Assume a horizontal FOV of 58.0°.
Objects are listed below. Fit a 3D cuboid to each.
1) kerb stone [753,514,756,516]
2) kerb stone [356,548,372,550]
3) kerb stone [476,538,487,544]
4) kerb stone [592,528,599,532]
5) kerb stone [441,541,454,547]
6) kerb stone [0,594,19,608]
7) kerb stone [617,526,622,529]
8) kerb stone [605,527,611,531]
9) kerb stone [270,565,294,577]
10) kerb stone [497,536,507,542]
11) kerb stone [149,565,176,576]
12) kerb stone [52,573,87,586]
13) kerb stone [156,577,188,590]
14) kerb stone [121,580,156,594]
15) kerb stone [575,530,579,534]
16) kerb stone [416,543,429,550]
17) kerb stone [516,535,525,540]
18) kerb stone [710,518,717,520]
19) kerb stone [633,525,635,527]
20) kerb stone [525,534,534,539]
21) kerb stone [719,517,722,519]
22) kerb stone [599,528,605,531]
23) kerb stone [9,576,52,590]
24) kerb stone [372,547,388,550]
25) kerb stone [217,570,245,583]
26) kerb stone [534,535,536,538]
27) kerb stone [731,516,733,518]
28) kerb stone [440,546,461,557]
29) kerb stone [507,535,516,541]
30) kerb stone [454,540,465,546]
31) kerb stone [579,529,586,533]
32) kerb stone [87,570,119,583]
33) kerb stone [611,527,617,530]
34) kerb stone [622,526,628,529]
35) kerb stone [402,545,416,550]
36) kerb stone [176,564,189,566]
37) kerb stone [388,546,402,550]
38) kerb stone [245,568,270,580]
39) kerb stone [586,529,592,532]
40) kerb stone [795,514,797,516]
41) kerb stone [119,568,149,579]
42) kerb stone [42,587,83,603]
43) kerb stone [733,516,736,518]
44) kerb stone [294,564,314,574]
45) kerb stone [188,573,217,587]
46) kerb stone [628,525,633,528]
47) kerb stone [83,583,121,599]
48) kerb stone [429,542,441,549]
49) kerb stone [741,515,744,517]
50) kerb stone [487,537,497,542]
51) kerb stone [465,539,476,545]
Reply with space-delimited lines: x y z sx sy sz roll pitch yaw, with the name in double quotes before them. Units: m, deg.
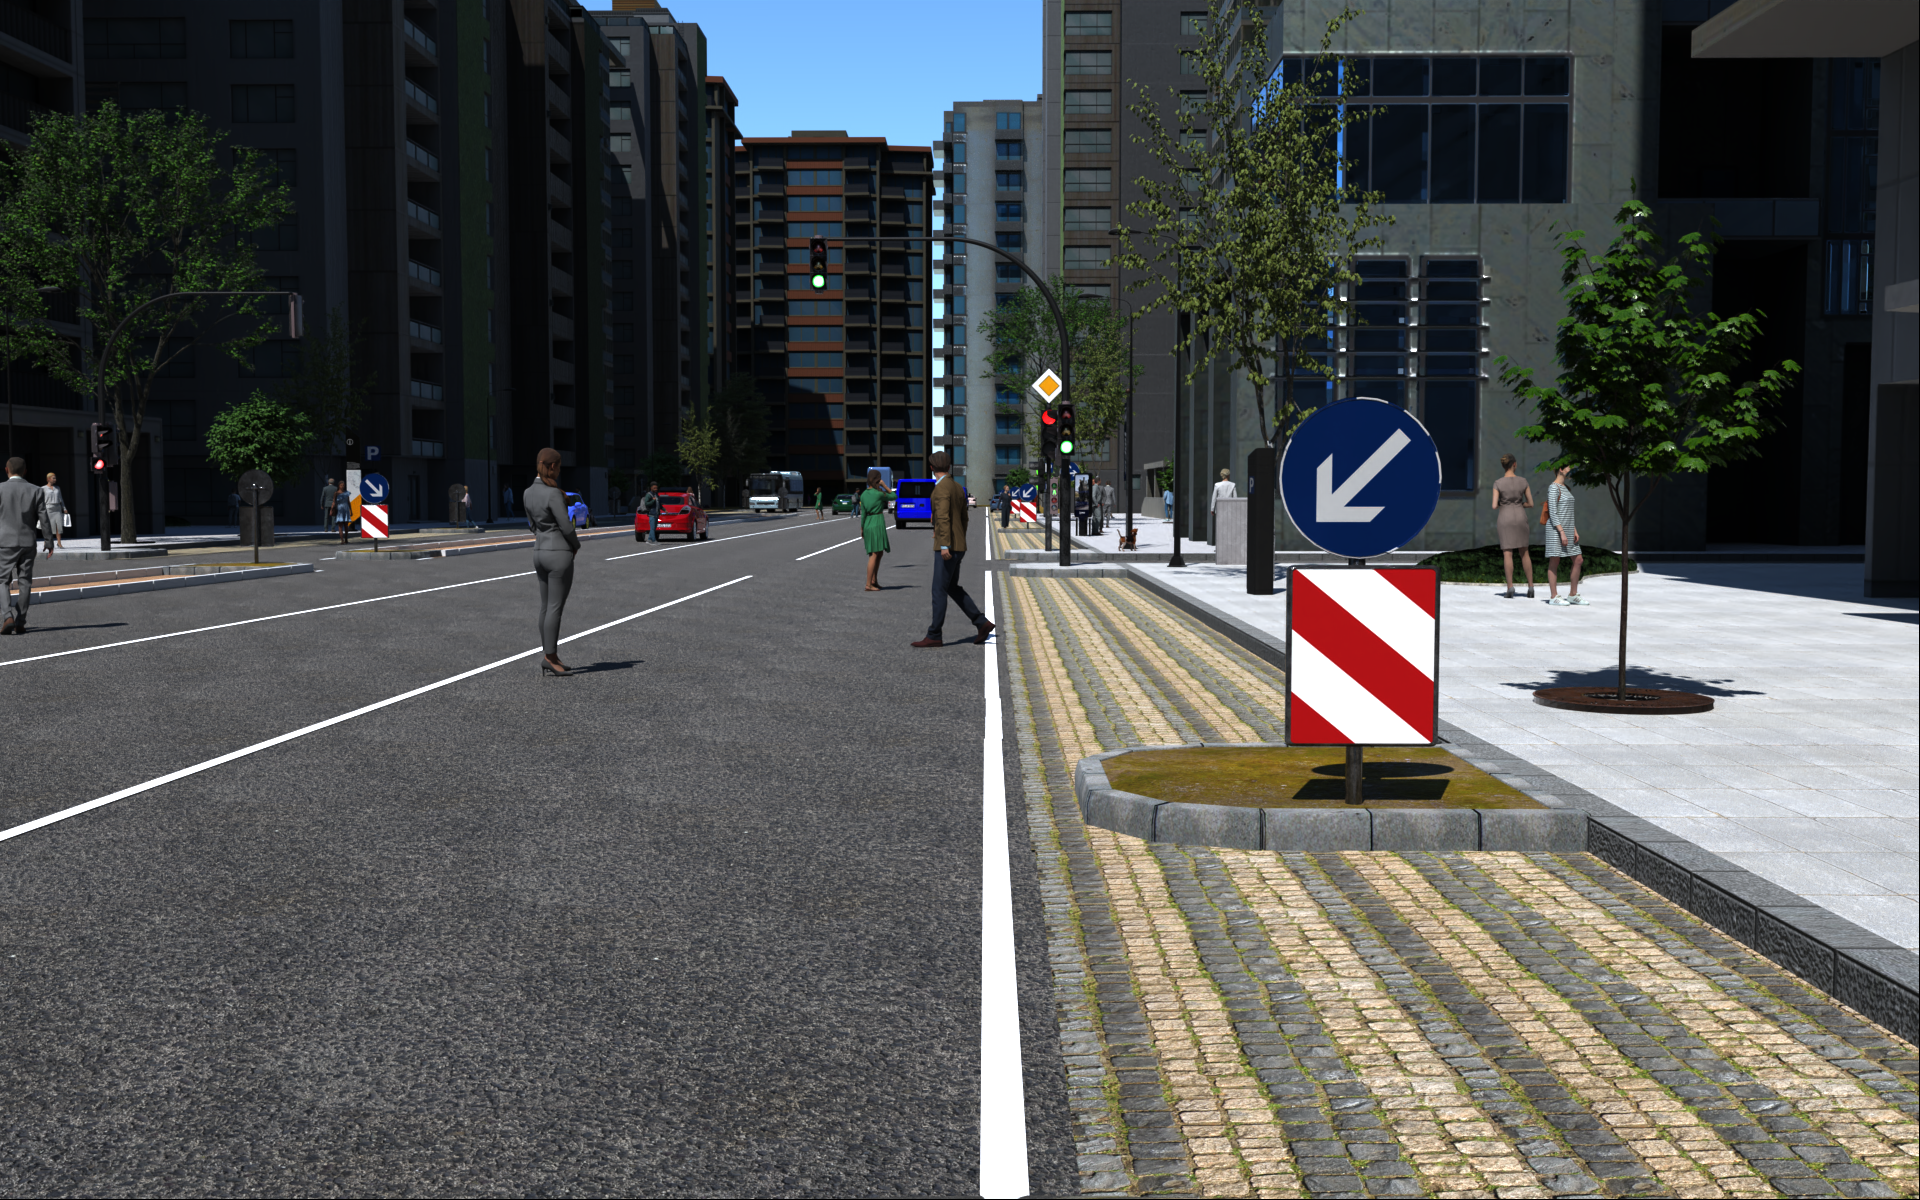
"kerb stone" -12.887 -5.173 106.779 0.120 0.150 1.000 0 4 1
"kerb stone" -13.909 -1.097 40.125 0.120 0.150 1.000 0 4 1
"kerb stone" -13.768 -1.654 49.369 0.120 0.150 1.000 0 4 1
"kerb stone" -13.546 -2.539 63.706 0.120 0.150 1.000 0 4 1
"kerb stone" -13.816 -1.474 46.292 0.120 0.150 1.000 0 4 1
"kerb stone" -12.082 0.006 22.105 0.120 0.150 1.000 0 4 1
"kerb stone" -13.491 -2.787 67.800 0.120 0.150 1.000 0 4 1
"kerb stone" -13.522 -2.661 65.750 0.120 0.150 1.000 0 4 1
"kerb stone" -11.962 -0.495 30.305 0.120 0.150 1.000 0 4 1
"kerb stone" -13.734 -1.787 51.417 0.120 0.150 1.000 0 4 1
"kerb stone" -14.059 -0.497 30.326 0.120 0.150 1.000 0 4 1
"kerb stone" -14.101 -0.309 27.251 0.120 0.150 1.000 0 4 1
"kerb stone" -12.020 -0.243 26.217 0.120 0.150 1.000 0 4 1
"kerb stone" -12.035 -0.177 25.191 0.120 0.150 1.000 0 4 1
"kerb stone" -13.592 -2.349 60.623 0.120 0.150 1.000 0 4 1
"kerb stone" -13.849 -1.342 44.239 0.120 0.150 1.000 0 4 1
"kerb stone" -13.707 -1.912 53.461 0.120 0.150 1.000 0 4 1
"kerb stone" -13.119 -4.232 91.389 0.120 0.150 1.000 0 4 1
"kerb stone" -13.440 -2.978 70.887 0.120 0.150 1.000 0 4 1
"kerb stone" -13.683 -1.975 54.483 0.120 0.150 1.000 0 4 1
"kerb stone" -13.100 -4.358 93.451 0.120 0.150 1.000 0 4 1
"kerb stone" -13.530 -2.601 64.728 0.120 0.150 1.000 0 4 1
"kerb stone" -14.120 -0.244 26.229 0.120 0.150 1.000 0 4 1
"kerb stone" -13.890 -1.160 41.154 0.120 0.150 1.000 0 4 1
"kerb stone" -11.990 -0.367 28.261 0.120 0.150 1.000 0 4 1
"kerb stone" -13.670 -2.037 55.505 0.120 0.150 1.000 0 4 1
"kerb stone" -13.032 -4.608 97.544 0.120 0.150 1.000 0 4 1
"kerb stone" -11.815 -1.095 40.093 0.120 0.150 1.000 0 4 1
"kerb stone" -13.721 -1.848 52.439 0.120 0.150 1.000 0 4 1
"kerb stone" -13.799 -1.531 47.315 0.120 0.150 1.000 0 4 1
"kerb stone" -13.573 -2.412 61.645 0.120 0.150 1.000 0 4 1
"kerb stone" -14.089 -0.372 28.273 0.120 0.150 1.000 0 4 1
"kerb stone" -13.501 -2.727 66.776 0.120 0.150 1.000 0 4 1
"kerb stone" -13.468 -2.851 68.827 0.120 0.150 1.000 0 4 1
"kerb stone" -13.864 -1.286 43.217 0.120 0.150 1.000 0 4 1
"kerb stone" -14.043 -0.560 31.355 0.120 0.150 1.000 0 4 1
"kerb stone" -13.880 -1.222 42.183 0.120 0.150 1.000 0 4 1
"kerb stone" -11.972 -0.433 29.283 0.120 0.150 1.000 0 4 1
"kerb stone" -13.568 -2.476 62.677 0.120 0.150 1.000 0 4 1
"kerb stone" -10.732 -5.419 110.813 0.120 0.150 1.000 0 4 1
"kerb stone" -14.069 -0.435 29.304 0.120 0.150 1.000 0 4 1
"kerb stone" -12.067 -0.053 23.138 0.120 0.150 1.000 0 4 1
"kerb stone" -13.016 -4.672 98.581 0.120 0.150 1.000 0 4 1
"kerb stone" -11.948 -0.559 31.329 0.120 0.150 1.000 0 4 1
"kerb stone" -12.003 -0.302 27.239 0.120 0.150 1.000 0 4 1
"kerb stone" -13.453 -2.915 69.854 0.120 0.150 1.000 0 4 1
"kerb stone" -12.049 -0.114 24.169 0.120 0.150 1.000 0 4 1
"kerb stone" -13.838 -1.411 45.261 0.120 0.150 1.000 0 4 1
"kerb stone" -12.971 -4.859 101.654 0.120 0.150 1.000 0 4 1
"kerb stone" -13.747 -1.724 50.390 0.120 0.150 1.000 0 4 1
"kerb stone" -13.787 -1.599 48.341 0.120 0.150 1.000 0 4 1
